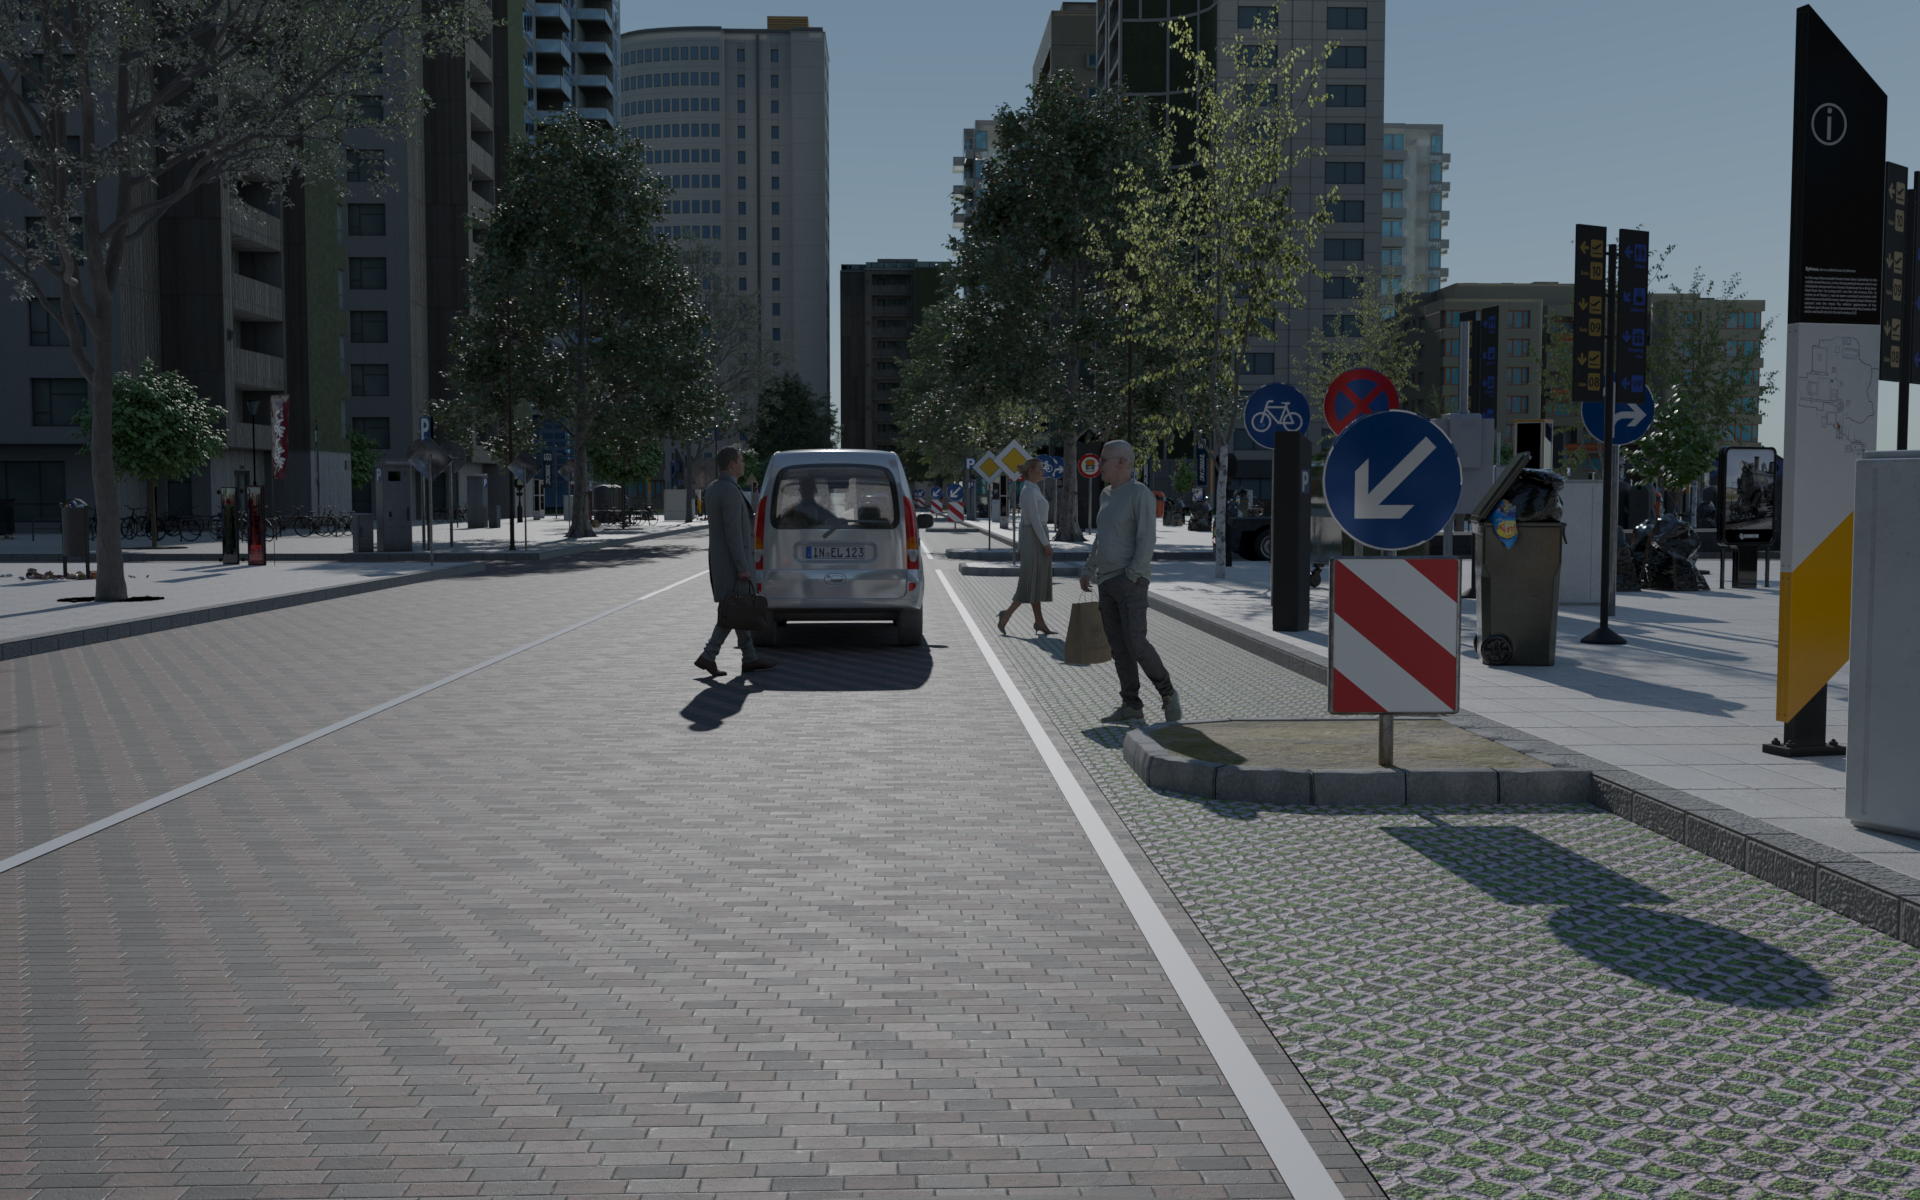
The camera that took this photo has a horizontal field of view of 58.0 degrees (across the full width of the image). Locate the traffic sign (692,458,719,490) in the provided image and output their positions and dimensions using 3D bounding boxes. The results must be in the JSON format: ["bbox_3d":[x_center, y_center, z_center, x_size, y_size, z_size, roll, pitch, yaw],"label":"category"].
[{"bbox_3d":[-13.788,-6.286,96.646,2.265,3.308,0.079,0,4,1],"label":"traffic sign"}]

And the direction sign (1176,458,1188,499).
[{"bbox_3d":[13.911,-7.131,108.592,0.876,3.537,0.379,-1,4,-23],"label":"direction sign"}]

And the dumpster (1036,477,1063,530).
[{"bbox_3d":[3.082,-3.389,61.173,1.264,1.857,1.865,0,4,-2],"label":"dumpster"}]

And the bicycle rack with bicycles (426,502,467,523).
[{"bbox_3d":[-22.539,-3.956,78.060,2.852,0.926,2.925,3,5,41],"label":"bicycle rack with bicycles"}]

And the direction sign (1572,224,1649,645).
[{"bbox_3d":[5.544,-1.395,14.812,0.876,3.537,0.379,-2,4,-29],"label":"direction sign"}]

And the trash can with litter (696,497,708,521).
[{"bbox_3d":[-12.227,-4.462,84.007,1.678,1.210,2.233,0,4,-5],"label":"trash can with litter"}]

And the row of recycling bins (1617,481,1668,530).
[{"bbox_3d":[20.608,-2.945,55.261,1.069,1.692,3.534,-2,4,-32],"label":"row of recycling bins"}]

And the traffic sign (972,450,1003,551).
[{"bbox_3d":[0.667,-2.182,39.324,0.795,2.450,0.064,0,4,-2],"label":"traffic sign"}]

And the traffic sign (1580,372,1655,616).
[{"bbox_3d":[6.857,-1.104,18.154,0.768,2.556,0.104,0,4,1],"label":"traffic sign"}]

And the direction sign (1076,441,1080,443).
[{"bbox_3d":[4.612,-4.821,70.822,0.876,3.537,0.379,3,5,40],"label":"direction sign"}]

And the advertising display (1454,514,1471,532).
[{"bbox_3d":[15.951,-3.064,55.315,0.974,1.923,0.123,-2,4,-30],"label":"advertising display"}]

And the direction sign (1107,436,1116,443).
[{"bbox_3d":[5.185,-3.970,56.900,0.876,3.537,0.379,3,5,43],"label":"direction sign"}]

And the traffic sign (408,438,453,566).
[{"bbox_3d":[-9.457,-1.671,30.958,0.795,2.450,0.064,0,4,-2],"label":"traffic sign"}]

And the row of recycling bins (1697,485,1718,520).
[{"bbox_3d":[36.331,-4.516,80.949,1.069,1.692,3.534,-3,4,-36],"label":"row of recycling bins"}]

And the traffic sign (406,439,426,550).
[{"bbox_3d":[-12.299,-2.420,39.669,0.768,2.556,0.104,0,4,1],"label":"traffic sign"}]

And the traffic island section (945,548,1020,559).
[{"bbox_3d":[0.691,-1.047,39.402,2.009,0.180,2.903,0,4,-2],"label":"traffic island section"}]

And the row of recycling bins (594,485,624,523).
[{"bbox_3d":[-15.910,-4.384,78.787,1.069,1.692,3.534,0,4,0],"label":"row of recycling bins"}]

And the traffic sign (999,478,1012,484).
[{"bbox_3d":[2.588,-5.918,96.867,0.768,2.556,0.104,0,4,0],"label":"traffic sign"}]

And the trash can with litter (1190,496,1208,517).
[{"bbox_3d":[12.668,-4.870,91.005,1.055,1.170,0.624,-1,4,-12],"label":"trash can with litter"}]

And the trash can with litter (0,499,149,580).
[{"bbox_3d":[-13.683,-0.942,26.452,2.233,1.210,1.678,2,4,25],"label":"trash can with litter"}]

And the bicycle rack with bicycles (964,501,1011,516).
[{"bbox_3d":[1.191,-5.605,105.022,2.925,0.926,2.852,-1,4,-10],"label":"bicycle rack with bicycles"}]

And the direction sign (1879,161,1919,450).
[{"bbox_3d":[6.622,-1.233,12.165,0.876,3.537,0.379,-3,5,-41],"label":"direction sign"}]

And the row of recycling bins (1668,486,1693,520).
[{"bbox_3d":[34.688,-4.797,85.551,3.534,1.692,1.069,0,4,4],"label":"row of recycling bins"}]

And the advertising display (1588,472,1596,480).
[{"bbox_3d":[18.713,-2.821,51.341,0.123,1.923,0.974,2,4,25],"label":"advertising display"}]

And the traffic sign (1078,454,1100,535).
[{"bbox_3d":[4.091,-3.325,54.476,0.768,2.556,0.104,0,4,7],"label":"traffic sign"}]

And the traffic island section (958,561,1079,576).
[{"bbox_3d":[1.003,-0.559,31.423,2.009,0.180,2.903,0,4,-2],"label":"traffic island section"}]

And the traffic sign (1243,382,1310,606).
[{"bbox_3d":[3.613,-1.207,19.844,0.768,2.556,0.104,0,4,-1],"label":"traffic sign"}]

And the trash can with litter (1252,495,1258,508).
[{"bbox_3d":[16.367,-5.334,98.266,2.233,1.210,1.678,3,5,43],"label":"trash can with litter"}]

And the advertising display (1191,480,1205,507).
[{"bbox_3d":[10.834,-4.501,78.805,0.123,1.923,0.974,-2,4,-24],"label":"advertising display"}]

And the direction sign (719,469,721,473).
[{"bbox_3d":[-13.190,-6.339,95.634,0.379,3.537,0.876,-1,4,-18],"label":"direction sign"}]

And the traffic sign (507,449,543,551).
[{"bbox_3d":[-9.770,-2.159,38.937,0.795,2.450,0.064,0,4,-2],"label":"traffic sign"}]

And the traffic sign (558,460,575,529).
[{"bbox_3d":[-13.138,-3.490,58.239,0.795,2.450,0.064,0,4,4],"label":"traffic sign"}]

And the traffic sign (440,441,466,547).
[{"bbox_3d":[-12.290,-2.550,41.798,0.768,2.556,0.104,0,4,6],"label":"traffic sign"}]

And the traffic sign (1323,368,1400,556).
[{"bbox_3d":[4.055,-1.069,17.578,0.768,2.556,0.104,0,4,4],"label":"traffic sign"}]

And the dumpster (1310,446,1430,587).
[{"bbox_3d":[5.399,-1.253,22.973,1.502,2.255,1.985,0,4,-2],"label":"dumpster"}]

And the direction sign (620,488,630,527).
[{"bbox_3d":[-12.954,-4.577,66.835,0.379,3.537,0.876,-2,4,-26],"label":"direction sign"}]

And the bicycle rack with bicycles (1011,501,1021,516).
[{"bbox_3d":[5.076,-5.906,109.937,2.852,0.926,2.925,1,4,14],"label":"bicycle rack with bicycles"}]

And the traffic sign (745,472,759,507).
[{"bbox_3d":[-12.459,-6.337,103.611,0.884,2.594,0.081,0,4,8],"label":"traffic sign"}]

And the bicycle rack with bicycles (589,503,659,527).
[{"bbox_3d":[-13.510,-3.448,69.756,2.925,0.926,2.852,-2,4,-35],"label":"bicycle rack with bicycles"}]

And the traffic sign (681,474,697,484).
[{"bbox_3d":[-14.813,-5.791,94.686,0.884,2.594,0.081,0,4,7],"label":"traffic sign"}]

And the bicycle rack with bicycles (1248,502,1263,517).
[{"bbox_3d":[13.812,-4.074,79.999,2.925,0.926,2.852,-1,4,-18],"label":"bicycle rack with bicycles"}]

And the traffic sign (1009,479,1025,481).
[{"bbox_3d":[2.202,-4.296,70.241,0.884,2.594,0.081,0,4,4],"label":"traffic sign"}]

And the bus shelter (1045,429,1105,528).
[{"bbox_3d":[4.361,-4.557,65.788,1.731,3.624,6.357,0,4,-2],"label":"bus shelter"}]

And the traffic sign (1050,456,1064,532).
[{"bbox_3d":[3.202,-3.541,57.998,0.768,2.556,0.104,0,4,7],"label":"traffic sign"}]

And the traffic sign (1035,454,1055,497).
[{"bbox_3d":[2.664,-3.383,55.424,0.768,2.556,0.104,0,4,2],"label":"traffic sign"}]

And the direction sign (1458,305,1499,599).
[{"bbox_3d":[6.347,-1.792,21.290,0.379,3.537,0.876,-1,4,-13],"label":"direction sign"}]

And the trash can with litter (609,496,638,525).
[{"bbox_3d":[-14.458,-3.821,73.536,1.678,1.210,2.233,1,4,16],"label":"trash can with litter"}]

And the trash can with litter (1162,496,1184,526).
[{"bbox_3d":[8.443,-3.537,69.212,1.055,1.170,0.624,-3,5,-42],"label":"trash can with litter"}]

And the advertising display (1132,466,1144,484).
[{"bbox_3d":[3.953,-2.108,39.686,0.123,1.923,0.974,-1,4,-19],"label":"advertising display"}]

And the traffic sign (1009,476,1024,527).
[{"bbox_3d":[2.084,-4.154,67.925,0.884,2.594,0.081,0,4,1],"label":"traffic sign"}]

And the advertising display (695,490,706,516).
[{"bbox_3d":[-15.089,-5.837,100.653,0.123,1.923,0.974,-3,5,-44],"label":"advertising display"}]

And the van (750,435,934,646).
[{"bbox_3d":[-1.247,-0.654,17.701,2.013,2.044,4.112,0,4,-3],"label":"van"}]

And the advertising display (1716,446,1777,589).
[{"bbox_3d":[10.697,-1.122,23.565,0.974,1.923,0.123,-2,4,-25],"label":"advertising display"}]

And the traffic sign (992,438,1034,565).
[{"bbox_3d":[0.980,-1.694,31.345,0.795,2.450,0.064,0,4,-2],"label":"traffic sign"}]
